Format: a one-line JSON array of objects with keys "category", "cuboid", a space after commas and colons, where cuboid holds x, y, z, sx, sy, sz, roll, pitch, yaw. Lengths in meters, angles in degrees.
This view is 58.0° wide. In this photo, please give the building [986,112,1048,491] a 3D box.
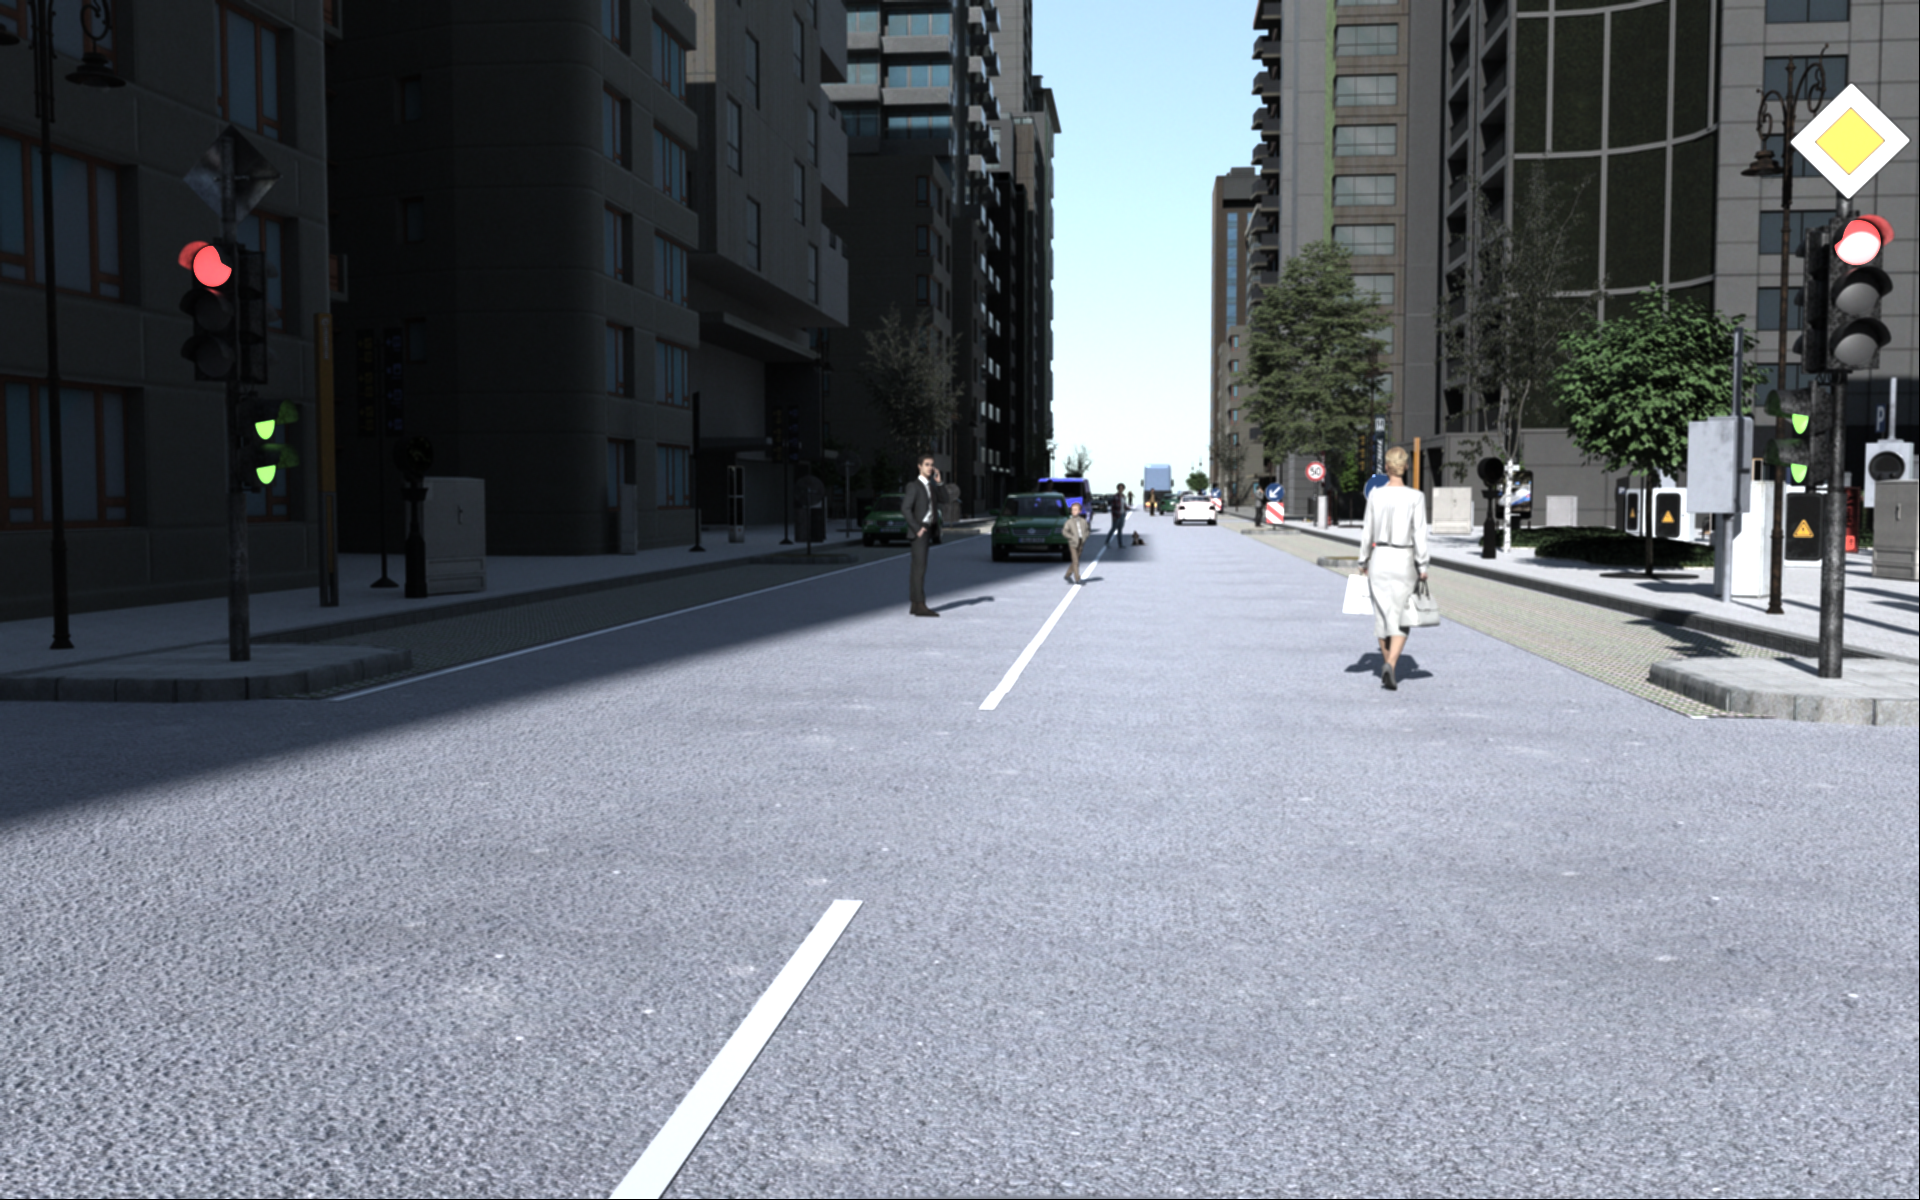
[{"category": "building", "cuboid": [1.738, -30.403, 180.691, 14.154, 41.232, 14.086, 0, 4, 6]}]

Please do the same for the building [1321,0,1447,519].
[{"category": "building", "cuboid": [26.891, -25.144, 94.691, 14.154, 41.232, 14.086, 0, 4, 6]}]

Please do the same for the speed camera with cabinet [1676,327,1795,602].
[{"category": "speed camera with cabinet", "cuboid": [9.546, -1.646, 21.255, 0.660, 3.252, 2.038, 3, 5, 42]}]

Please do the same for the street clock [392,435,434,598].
[{"category": "street clock", "cuboid": [-6.719, -1.025, 21.333, 0.358, 2.002, 0.471, 2, 4, 27]}]

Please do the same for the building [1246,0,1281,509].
[{"category": "building", "cuboid": [35.597, -29.915, 143.731, 22.147, 44.769, 28.867, 0, 4, 6]}]

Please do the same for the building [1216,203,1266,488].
[{"category": "building", "cuboid": [48.591, -32.062, 216.092, 32.217, 40.220, 23.993, 0, 4, 6]}]

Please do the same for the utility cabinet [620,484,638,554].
[{"category": "utility cabinet", "cuboid": [-7.056, -1.732, 36.999, 0.318, 1.500, 1.173, 0, 4, -8]}]

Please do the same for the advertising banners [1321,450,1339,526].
[{"category": "advertising banners", "cuboid": [14.891, -4.503, 69.808, 0.090, 3.025, 2.074, 2, 4, 33]}]

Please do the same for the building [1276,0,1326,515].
[{"category": "building", "cuboid": [31.924, -35.037, 114.858, 21.231, 58.520, 28.212, 0, 4, 6]}]

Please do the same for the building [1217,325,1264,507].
[{"category": "building", "cuboid": [42.960, -21.142, 190.714, 27.650, 21.520, 28.899, 0, 4, 6]}]

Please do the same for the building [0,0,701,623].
[{"category": "building", "cuboid": [-21.945, -11.379, 31.082, 27.650, 21.520, 28.899, 0, 4, 6]}]

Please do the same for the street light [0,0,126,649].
[{"category": "street light", "cuboid": [-7.462, -2.534, 14.212, 0.468, 5.910, 1.993, 0, 4, 6]}]

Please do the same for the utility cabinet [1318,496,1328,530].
[{"category": "utility cabinet", "cuboid": [13.151, -3.158, 62.787, 0.306, 1.237, 1.020, 1, 4, 17]}]

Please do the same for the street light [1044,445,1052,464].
[{"category": "street light", "cuboid": [7.862, -11.354, 158.430, 0.468, 5.910, 1.993, 0, 4, 6]}]

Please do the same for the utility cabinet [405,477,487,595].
[{"category": "utility cabinet", "cuboid": [-6.581, -0.829, 22.231, 0.318, 1.500, 1.173, 2, 4, 24]}]

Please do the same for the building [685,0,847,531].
[{"category": "building", "cuboid": [-19.388, -29.171, 66.189, 28.713, 52.752, 27.495, 0, 4, 6]}]

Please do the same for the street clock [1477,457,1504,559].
[{"category": "street clock", "cuboid": [10.514, -1.821, 34.352, 0.471, 2.002, 0.358, -1, 4, -17]}]

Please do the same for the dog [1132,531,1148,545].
[{"category": "dog", "cuboid": [5.057, -1.734, 48.543, 0.748, 0.427, 0.550, -1, 4, -20]}]

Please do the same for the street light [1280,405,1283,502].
[{"category": "street light", "cuboid": [15.987, -6.935, 86.172, 0.468, 5.910, 1.993, 0, 4, 6]}]

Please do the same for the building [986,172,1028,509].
[{"category": "building", "cuboid": [-1.386, -23.466, 155.374, 14.160, 30.474, 14.107, 0, 4, 6]}]

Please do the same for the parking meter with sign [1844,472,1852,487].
[{"category": "parking meter with sign", "cuboid": [30.147, -3.858, 59.344, 1.738, 3.016, 0.543, 1, 4, 20]}]

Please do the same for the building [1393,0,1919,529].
[{"category": "building", "cuboid": [30.000, -38.672, 70.535, 20.563, 71.187, 20.611, 0, 4, 6]}]

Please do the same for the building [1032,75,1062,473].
[{"category": "building", "cuboid": [-1.847, -38.833, 224.152, 28.713, 52.752, 27.495, 0, 4, 6]}]

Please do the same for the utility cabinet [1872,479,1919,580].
[{"category": "utility cabinet", "cuboid": [14.114, -1.053, 25.904, 0.318, 1.500, 1.173, 0, 4, -1]}]

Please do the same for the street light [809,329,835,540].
[{"category": "street light", "cuboid": [-3.856, -4.645, 48.733, 0.468, 5.910, 1.993, 0, 4, 6]}]

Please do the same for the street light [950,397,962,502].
[{"category": "street light", "cuboid": [-0.212, -6.704, 82.402, 0.468, 5.910, 1.993, 0, 4, 6]}]

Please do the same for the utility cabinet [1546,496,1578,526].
[{"category": "utility cabinet", "cuboid": [20.049, -2.847, 57.712, 0.306, 1.237, 1.020, -2, 4, -34]}]

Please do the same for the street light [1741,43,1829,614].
[{"category": "street light", "cuboid": [8.747, -2.790, 18.409, 0.468, 5.910, 1.993, 0, 4, 6]}]

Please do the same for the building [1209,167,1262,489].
[{"category": "building", "cuboid": [41.487, -35.869, 236.560, 14.600, 45.320, 14.200, 0, 4, 6]}]

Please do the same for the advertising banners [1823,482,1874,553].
[{"category": "advertising banners", "cuboid": [19.370, -2.539, 37.703, 2.074, 3.025, 0.090, 1, 4, 19]}]

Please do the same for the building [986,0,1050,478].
[{"category": "building", "cuboid": [-0.065, -46.472, 198.069, 20.563, 71.187, 20.611, 0, 4, 6]}]

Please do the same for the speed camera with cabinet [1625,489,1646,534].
[{"category": "speed camera with cabinet", "cuboid": [21.985, -3.719, 55.142, 0.660, 3.252, 2.038, 0, 4, -8]}]

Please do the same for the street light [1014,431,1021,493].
[{"category": "street light", "cuboid": [4.168, -9.280, 124.516, 0.468, 5.910, 1.993, 0, 4, 6]}]

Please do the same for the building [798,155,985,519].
[{"category": "building", "cuboid": [-13.585, -15.859, 104.328, 27.650, 21.520, 28.899, 0, 4, 6]}]

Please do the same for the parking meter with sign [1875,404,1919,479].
[{"category": "parking meter with sign", "cuboid": [18.698, -2.277, 33.495, 1.738, 3.016, 0.543, 1, 4, 9]}]

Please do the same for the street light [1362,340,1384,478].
[{"category": "street light", "cuboid": [12.383, -4.850, 52.079, 0.468, 5.910, 1.993, 0, 4, 6]}]

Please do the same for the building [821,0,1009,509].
[{"category": "building", "cuboid": [-8.662, -31.413, 133.213, 23.786, 49.044, 30.456, 0, 4, 6]}]

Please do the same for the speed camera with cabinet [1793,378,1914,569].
[{"category": "speed camera with cabinet", "cuboid": [15.191, -2.167, 29.768, 2.038, 3.252, 0.660, 2, 4, 35]}]

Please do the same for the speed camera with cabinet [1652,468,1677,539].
[{"category": "speed camera with cabinet", "cuboid": [19.277, -3.127, 45.459, 2.038, 3.252, 0.660, 3, 5, 41]}]

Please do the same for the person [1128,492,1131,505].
[{"category": "person", "cuboid": [23.033, -13.802, 234.878, 0.721, 1.735, 1.217, 0, 4, -6]}]

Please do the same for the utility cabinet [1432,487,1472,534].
[{"category": "utility cabinet", "cuboid": [15.489, -2.804, 54.523, 1.173, 1.500, 0.318, 1, 4, 21]}]

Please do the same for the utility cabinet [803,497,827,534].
[{"category": "utility cabinet", "cuboid": [-4.658, -2.718, 55.603, 0.306, 1.237, 1.020, 2, 4, 27]}]
